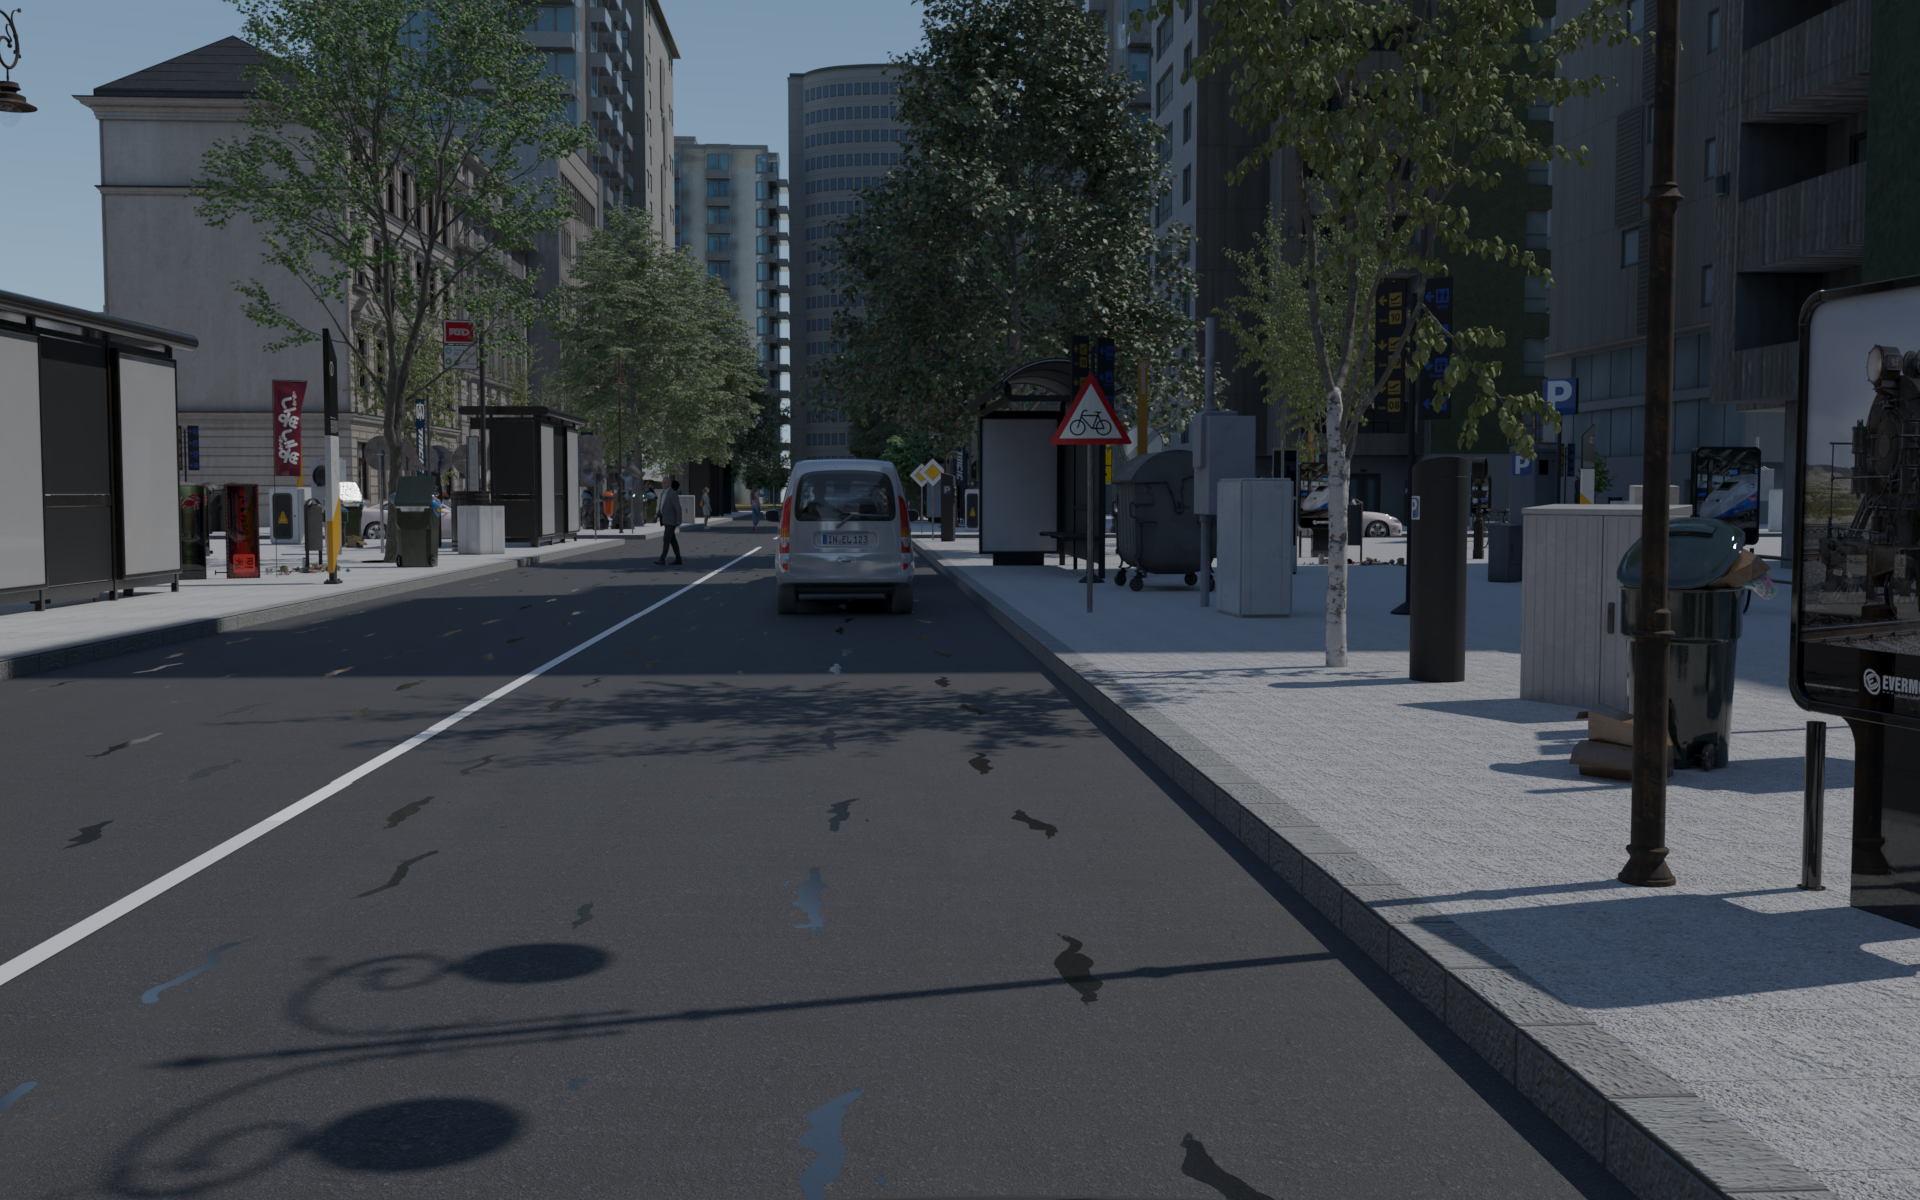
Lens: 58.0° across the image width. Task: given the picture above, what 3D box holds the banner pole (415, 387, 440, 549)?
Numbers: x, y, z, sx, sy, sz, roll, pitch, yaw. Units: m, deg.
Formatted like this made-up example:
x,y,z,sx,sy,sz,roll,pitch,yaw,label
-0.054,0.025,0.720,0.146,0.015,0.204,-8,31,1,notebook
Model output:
x,y,z,sx,sy,sz,roll,pitch,yaw,label
-12.413,-3.066,40.152,0.401,3.779,0.863,1,4,9,banner pole

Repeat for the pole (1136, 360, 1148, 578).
x,y,z,sx,sy,sz,roll,pitch,yaw,label
2.786,-1.996,26.480,0.158,3.312,0.155,0,3,0,pole

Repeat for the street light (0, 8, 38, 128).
x,y,z,sx,sy,sz,roll,pitch,yaw,label
-8.639,-2.595,15.215,0.468,5.910,1.993,0,4,-3,street light

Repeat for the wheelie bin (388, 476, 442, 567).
x,y,z,sx,sy,sz,roll,pitch,yaw,label
-9.557,-1.379,30.459,0.980,1.594,0.693,0,4,-1,wheelie bin

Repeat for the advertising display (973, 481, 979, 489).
x,y,z,sx,sy,sz,roll,pitch,yaw,label
0.913,-4.983,86.684,0.123,1.923,0.974,-1,4,-22,advertising display

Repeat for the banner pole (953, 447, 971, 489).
x,y,z,sx,sy,sz,roll,pitch,yaw,label
0.135,-4.332,60.840,0.863,3.779,0.401,-1,4,-19,banner pole

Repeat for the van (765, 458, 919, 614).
x,y,z,sx,sy,sz,roll,pitch,yaw,label
-1.496,-0.925,22.132,2.013,2.044,4.112,0,4,-5,van

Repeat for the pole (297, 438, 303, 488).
x,y,z,sx,sy,sz,roll,pitch,yaw,label
-24.162,-4.255,63.407,0.158,3.312,0.155,0,3,0,pole

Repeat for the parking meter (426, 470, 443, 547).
x,y,z,sx,sy,sz,roll,pitch,yaw,label
-12.653,-2.195,41.604,0.399,1.863,0.255,-2,4,-29,parking meter

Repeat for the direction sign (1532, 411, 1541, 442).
x,y,z,sx,sy,sz,roll,pitch,yaw,label
15.783,-3.397,47.539,0.379,3.537,0.876,0,4,6,direction sign

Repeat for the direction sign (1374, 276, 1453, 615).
x,y,z,sx,sy,sz,roll,pitch,yaw,label
4.794,-1.615,18.398,0.876,3.537,0.379,3,5,43,direction sign

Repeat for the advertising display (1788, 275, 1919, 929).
x,y,z,sx,sy,sz,roll,pitch,yaw,label
2.855,0.003,5.165,0.123,1.923,0.974,-1,4,-12,advertising display

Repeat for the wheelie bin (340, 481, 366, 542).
x,y,z,sx,sy,sz,roll,pitch,yaw,label
-15.193,-2.129,42.723,0.693,1.594,0.980,3,5,42,wheelie bin

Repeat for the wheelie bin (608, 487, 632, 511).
x,y,z,sx,sy,sz,roll,pitch,yaw,label
-18.035,-5.136,91.886,0.693,1.594,0.980,3,5,43,wheelie bin

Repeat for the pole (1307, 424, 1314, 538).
x,y,z,sx,sy,sz,roll,pitch,yaw,label
10.159,-3.446,50.190,0.158,3.312,0.155,0,3,0,pole

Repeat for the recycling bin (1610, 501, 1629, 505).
x,y,z,sx,sy,sz,roll,pitch,yaw,label
24.458,-3.135,63.818,0.722,1.027,0.722,-3,4,-36,recycling bin

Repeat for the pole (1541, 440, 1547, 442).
x,y,z,sx,sy,sz,roll,pitch,yaw,label
22.113,-4.394,65.692,0.158,3.312,0.155,0,3,0,pole

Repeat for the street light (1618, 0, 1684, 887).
x,y,z,sx,sy,sz,roll,pitch,yaw,label
2.274,-2.004,5.555,0.468,5.910,1.993,0,4,-3,street light

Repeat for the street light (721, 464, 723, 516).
x,y,z,sx,sy,sz,roll,pitch,yaw,label
-13.618,-7.718,98.970,0.468,5.910,1.993,0,4,-3,street light

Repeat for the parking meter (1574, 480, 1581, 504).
x,y,z,sx,sy,sz,roll,pitch,yaw,label
25.396,-4.002,71.145,0.255,1.863,0.399,1,4,10,parking meter

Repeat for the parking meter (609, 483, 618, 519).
x,y,z,sx,sy,sz,roll,pitch,yaw,label
-18.041,-5.169,90.232,0.255,1.863,0.399,3,4,38,parking meter

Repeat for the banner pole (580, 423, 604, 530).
x,y,z,sx,sy,sz,roll,pitch,yaw,label
-13.003,-4.350,61.140,0.863,3.779,0.401,1,4,9,banner pole

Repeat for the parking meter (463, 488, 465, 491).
x,y,z,sx,sy,sz,roll,pitch,yaw,label
-13.332,-2.375,47.250,0.372,1.533,0.369,0,3,0,parking meter

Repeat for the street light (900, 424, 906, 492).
x,y,z,sx,sy,sz,roll,pitch,yaw,label
-2.898,-7.113,89.084,0.468,5.910,1.993,0,4,-3,street light

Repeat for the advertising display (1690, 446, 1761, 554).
x,y,z,sx,sy,sz,roll,pitch,yaw,label
10.413,-1.124,23.588,0.974,1.923,0.123,-1,4,-9,advertising display

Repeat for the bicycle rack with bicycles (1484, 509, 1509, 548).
x,y,z,sx,sy,sz,roll,pitch,yaw,label
13.440,-1.702,41.211,2.925,0.926,2.852,-2,4,-29,bicycle rack with bicycles

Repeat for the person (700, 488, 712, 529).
x,y,z,sx,sy,sz,roll,pitch,yaw,label
-10.483,-3.793,71.513,0.522,1.701,0.512,-2,4,-33,person

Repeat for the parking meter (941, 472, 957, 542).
x,y,z,sx,sy,sz,roll,pitch,yaw,label
-0.304,-2.507,46.705,0.399,1.863,0.255,1,4,14,parking meter

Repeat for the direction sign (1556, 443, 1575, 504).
x,y,z,sx,sy,sz,roll,pitch,yaw,label
27.113,-5.235,77.587,0.876,3.537,0.379,-1,4,-11,direction sign

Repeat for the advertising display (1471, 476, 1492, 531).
x,y,z,sx,sy,sz,roll,pitch,yaw,label
18.256,-3.392,60.673,0.123,1.923,0.974,-1,4,-20,advertising display

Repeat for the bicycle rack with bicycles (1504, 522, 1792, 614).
x,y,z,sx,sy,sz,roll,pitch,yaw,label
7.787,-0.338,18.907,2.852,0.926,2.925,0,4,3,bicycle rack with bicycles

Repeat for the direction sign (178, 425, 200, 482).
x,y,z,sx,sy,sz,roll,pitch,yaw,label
-25.558,-3.987,57.181,0.876,3.537,0.379,-1,4,-9,direction sign

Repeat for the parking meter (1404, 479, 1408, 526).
x,y,z,sx,sy,sz,roll,pitch,yaw,label
17.826,-3.853,68.708,0.255,1.863,0.399,-1,4,-18,parking meter

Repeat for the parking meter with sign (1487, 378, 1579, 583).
x,y,z,sx,sy,sz,roll,pitch,yaw,label
8.445,-1.795,25.603,1.738,3.016,0.543,-3,5,-43,parking meter with sign

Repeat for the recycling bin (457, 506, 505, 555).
x,y,z,sx,sy,sz,roll,pitch,yaw,label
-10.214,-1.492,36.941,0.722,1.027,0.722,3,4,36,recycling bin

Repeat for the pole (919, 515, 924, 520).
x,y,z,sx,sy,sz,roll,pitch,yaw,label
-1.912,-5.641,86.073,0.158,3.312,0.155,0,3,0,pole

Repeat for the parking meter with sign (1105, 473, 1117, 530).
x,y,z,sx,sy,sz,roll,pitch,yaw,label
5.967,-4.016,61.920,1.738,3.016,0.543,-1,4,-16,parking meter with sign

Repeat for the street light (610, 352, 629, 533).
x,y,z,sx,sy,sz,roll,pitch,yaw,label
-11.098,-5.125,56.575,0.468,5.910,1.993,0,4,-3,street light

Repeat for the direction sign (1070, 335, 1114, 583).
x,y,z,sx,sy,sz,roll,pitch,yaw,label
1.908,-2.018,24.987,0.876,3.537,0.379,-3,5,-42,direction sign

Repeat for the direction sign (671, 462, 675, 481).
x,y,z,sx,sy,sz,roll,pitch,yaw,label
-17.675,-7.037,107.050,0.379,3.537,0.876,-2,4,-32,direction sign

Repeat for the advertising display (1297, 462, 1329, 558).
x,y,z,sx,sy,sz,roll,pitch,yaw,label
7.301,-1.826,35.067,0.974,1.923,0.123,-1,4,-11,advertising display

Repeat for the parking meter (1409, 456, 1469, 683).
x,y,z,sx,sy,sz,roll,pitch,yaw,label
3.293,-0.214,11.915,0.372,1.533,0.369,0,3,0,parking meter

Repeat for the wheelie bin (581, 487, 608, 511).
x,y,z,sx,sy,sz,roll,pitch,yaw,label
-14.474,-3.679,68.060,0.693,1.594,0.980,1,4,16,wheelie bin

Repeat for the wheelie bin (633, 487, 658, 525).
x,y,z,sx,sy,sz,roll,pitch,yaw,label
-13.622,-4.140,75.603,0.980,1.594,0.693,3,4,36,wheelie bin

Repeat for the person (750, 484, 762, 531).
x,y,z,sx,sy,sz,roll,pitch,yaw,label
-7.929,-3.602,67.397,0.555,1.821,0.388,2,4,27,person

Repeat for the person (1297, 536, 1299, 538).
x,y,z,sx,sy,sz,roll,pitch,yaw,label
10.594,-2.789,54.771,0.731,1.740,0.598,0,4,8,person

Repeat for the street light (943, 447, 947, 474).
x,y,z,sx,sy,sz,roll,pitch,yaw,label
-0.403,-4.587,47.791,0.468,5.910,1.993,0,4,-3,street light

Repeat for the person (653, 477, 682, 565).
x,y,z,sx,sy,sz,roll,pitch,yaw,label
-5.927,-1.590,34.893,0.661,1.777,0.834,3,5,41,person

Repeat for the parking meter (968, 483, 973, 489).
x,y,z,sx,sy,sz,roll,pitch,yaw,label
0.562,-5.380,93.666,0.255,1.863,0.399,-1,4,-13,parking meter
